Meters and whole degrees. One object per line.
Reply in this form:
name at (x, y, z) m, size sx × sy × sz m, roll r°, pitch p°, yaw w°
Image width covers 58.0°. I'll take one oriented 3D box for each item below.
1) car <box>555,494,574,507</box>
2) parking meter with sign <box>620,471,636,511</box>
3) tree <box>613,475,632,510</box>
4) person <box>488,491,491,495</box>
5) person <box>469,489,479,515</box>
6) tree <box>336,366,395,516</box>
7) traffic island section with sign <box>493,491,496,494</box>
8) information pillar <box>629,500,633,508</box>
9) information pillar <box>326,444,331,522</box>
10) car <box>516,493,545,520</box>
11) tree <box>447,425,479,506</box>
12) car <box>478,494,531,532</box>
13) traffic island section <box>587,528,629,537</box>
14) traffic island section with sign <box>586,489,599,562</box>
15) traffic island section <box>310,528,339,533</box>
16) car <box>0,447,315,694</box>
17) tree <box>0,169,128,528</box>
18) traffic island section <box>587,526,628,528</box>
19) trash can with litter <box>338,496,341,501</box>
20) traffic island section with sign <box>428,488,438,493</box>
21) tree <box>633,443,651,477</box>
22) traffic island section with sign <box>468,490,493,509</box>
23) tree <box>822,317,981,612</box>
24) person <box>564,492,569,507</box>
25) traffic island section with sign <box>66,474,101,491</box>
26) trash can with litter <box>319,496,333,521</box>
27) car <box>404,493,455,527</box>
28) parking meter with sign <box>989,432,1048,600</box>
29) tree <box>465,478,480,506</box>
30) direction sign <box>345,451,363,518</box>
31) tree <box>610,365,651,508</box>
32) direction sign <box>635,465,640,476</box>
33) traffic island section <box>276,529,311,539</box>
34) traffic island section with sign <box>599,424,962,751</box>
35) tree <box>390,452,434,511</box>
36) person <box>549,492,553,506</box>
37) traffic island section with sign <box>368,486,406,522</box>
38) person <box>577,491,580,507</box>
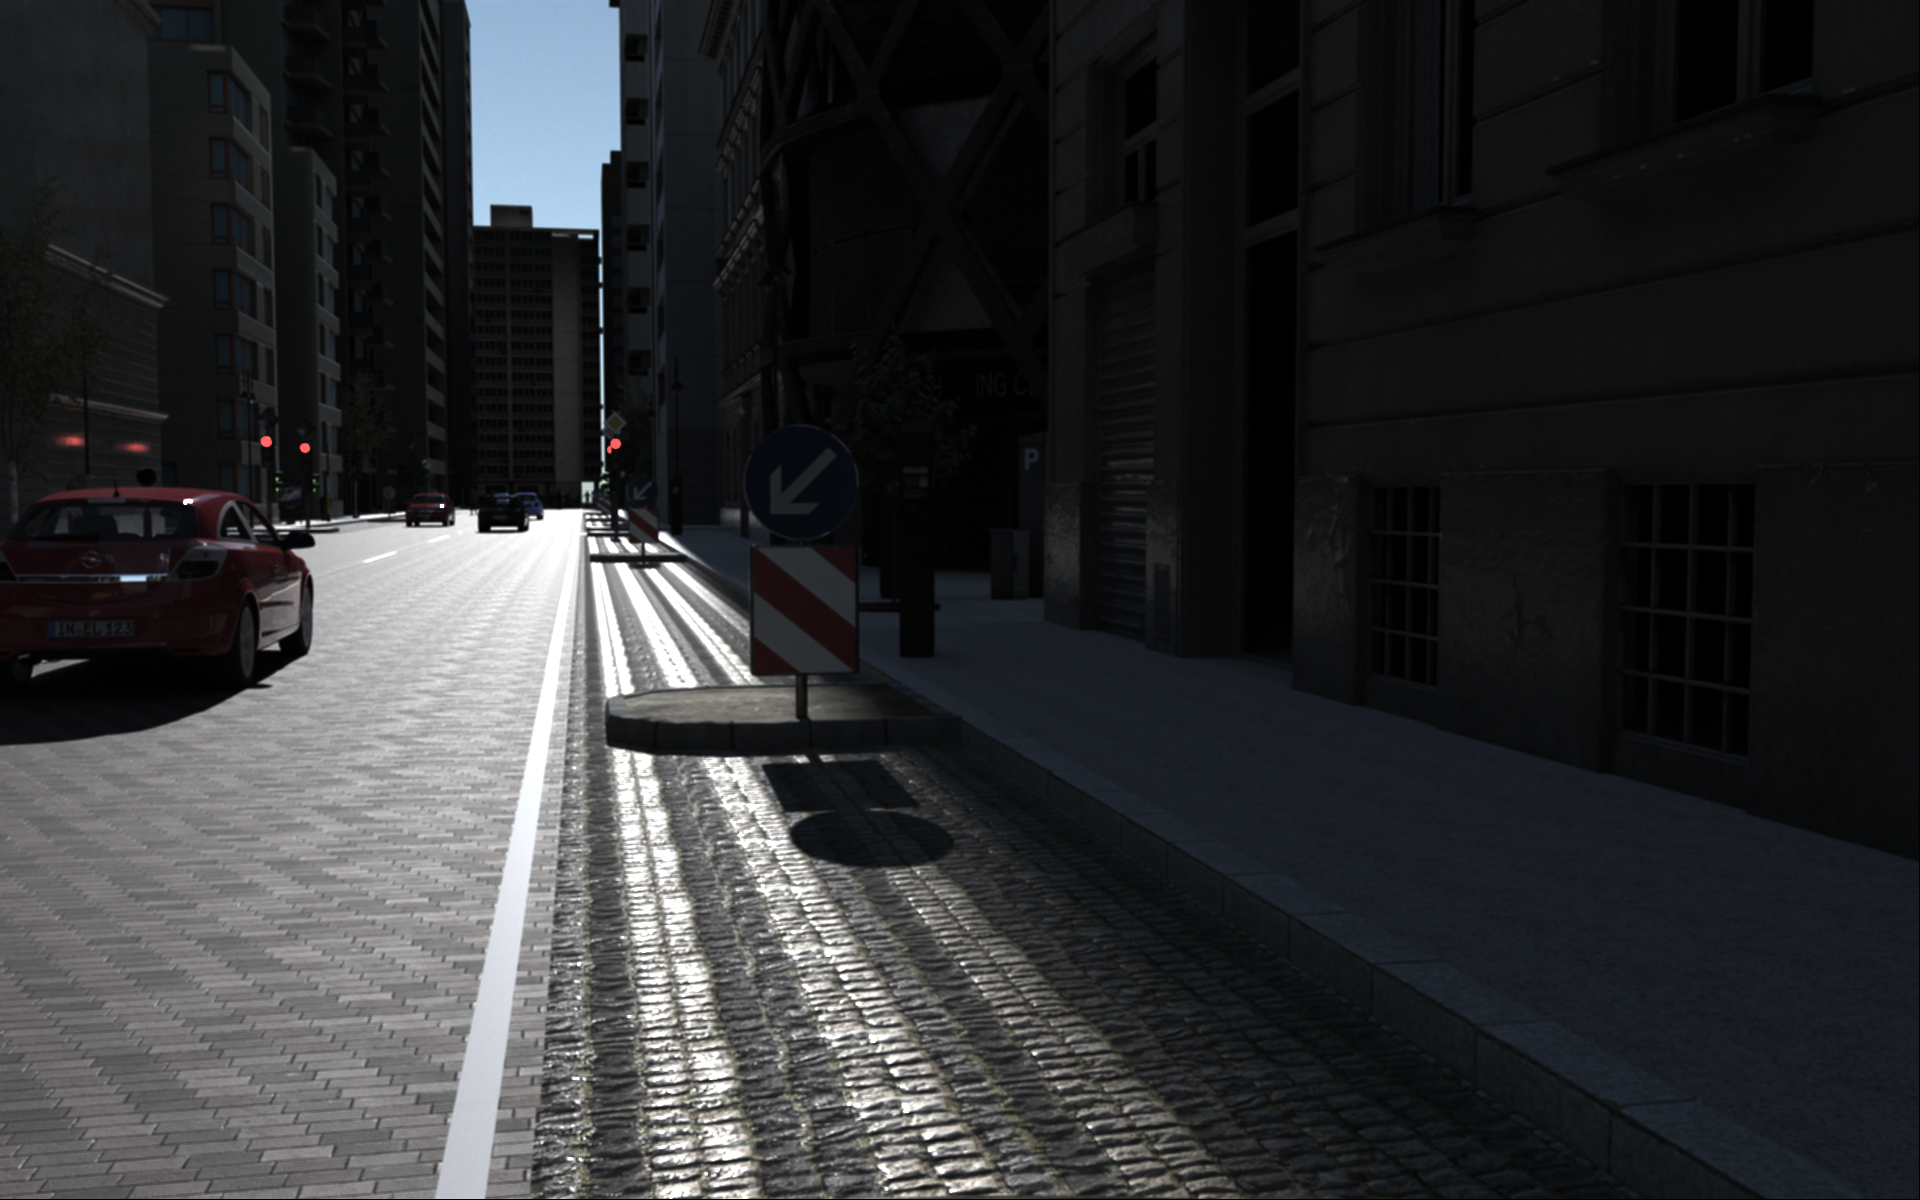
car at (-44.060, -11.173, 192.899) m, size 2.015 × 1.641 × 3.980 m, roll -1°, pitch 4°, yaw -12°
parking meter with sign at (-24.959, -8.243, 131.031) m, size 0.543 × 3.016 × 1.738 m, roll 2°, pitch 4°, yaw 25°
tree at (-28.447, -9.274, 146.237) m, size 1.663 × 3.219 × 1.824 m, roll 0°, pitch 3°, yaw 0°
person at (-50.110, -10.746, 184.911) m, size 1.217 × 1.743 × 0.721 m, roll -1°, pitch 4°, yaw -18°
person at (-33.238, -6.722, 118.585) m, size 0.709 × 1.800 × 0.728 m, roll 1°, pitch 4°, yaw 8°
tree at (-34.607, -9.100, 99.153) m, size 4.737 × 8.622 × 4.395 m, roll 0°, pitch 3°, yaw 0°
traffic island section with sign at (-51.547, -11.180, 191.417) m, size 1.989 × 1.847 × 2.006 m, roll -1°, pitch 4°, yaw -12°
information pillar at (-23.225, -7.203, 122.268) m, size 0.304 × 2.012 × 0.304 m, roll 0°, pitch 4°, yaw -6°
information pillar at (-29.220, -5.427, 80.078) m, size 0.183 × 3.616 × 0.504 m, roll -1°, pitch 4°, yaw -21°
car at (-24.335, -5.364, 97.285) m, size 1.945 × 1.707 × 3.694 m, roll -1°, pitch 4°, yaw -11°
tree at (-53.093, -14.316, 184.425) m, size 4.737 × 8.622 × 4.395 m, roll 0°, pitch 3°, yaw 0°
car at (-17.725, -3.518, 67.310) m, size 2.009 × 1.686 × 4.222 m, roll -1°, pitch 4°, yaw -11°
traffic island section at (-11.657, -2.240, 58.902) m, size 2.009 × 0.180 × 2.903 m, roll -1°, pitch 4°, yaw -12°
traffic island section with sign at (-6.893, -1.732, 36.944) m, size 1.989 × 1.847 × 2.006 m, roll -1°, pitch 4°, yaw -12°
traffic island section at (-24.243, -2.573, 64.352) m, size 2.009 × 0.180 × 2.903 m, roll -1°, pitch 4°, yaw -12°
car at (-6.435, -0.305, 14.035) m, size 2.155 × 1.783 × 4.494 m, roll -1°, pitch 4°, yaw -12°
tree at (-21.261, -5.436, 39.233) m, size 4.737 × 8.622 × 4.395 m, roll 0°, pitch 3°, yaw 0°
traffic island section at (-13.354, -2.717, 66.706) m, size 2.009 × 0.180 × 2.903 m, roll -1°, pitch 4°, yaw -12°
trash can with litter at (-34.886, -5.183, 96.128) m, size 1.055 × 1.170 × 0.624 m, roll -2°, pitch 4°, yaw -26°
traffic island section with sign at (-34.956, -6.511, 115.081) m, size 1.989 × 1.847 × 2.006 m, roll -1°, pitch 4°, yaw -12°
tree at (-16.239, -6.819, 95.197) m, size 4.285 × 4.588 × 4.351 m, roll 0°, pitch 3°, yaw 0°
traffic island section with sign at (-45.704, -9.536, 164.542) m, size 1.989 × 1.847 × 2.006 m, roll -1°, pitch 4°, yaw -12°
tree at (-0.830, -1.498, 19.100) m, size 1.663 × 3.219 × 1.824 m, roll 0°, pitch 3°, yaw 0°
person at (-43.052, -10.978, 189.460) m, size 0.415 × 1.643 × 0.593 m, roll 2°, pitch 4°, yaw 29°
traffic island section with sign at (-17.351, -1.560, 34.137) m, size 1.989 × 1.847 × 2.006 m, roll -1°, pitch 4°, yaw -12°
trash can with litter at (-30.852, -4.461, 84.320) m, size 0.624 × 1.170 × 1.055 m, roll -1°, pitch 4°, yaw -19°
car at (-23.824, -4.212, 77.913) m, size 2.155 × 1.783 × 4.494 m, roll -1°, pitch 4°, yaw -11°
parking meter with sign at (1.065, -1.550, 21.596) m, size 0.543 × 3.016 × 1.738 m, roll 3°, pitch 5°, yaw 39°
tree at (-53.542, -11.908, 189.295) m, size 1.663 × 3.219 × 1.824 m, roll 0°, pitch 3°, yaw 0°
direction sign at (-31.914, -6.069, 91.220) m, size 0.876 × 3.537 × 0.379 m, roll -2°, pitch 4°, yaw -29°
tree at (-17.866, -9.133, 99.689) m, size 4.360 × 8.622 × 3.978 m, roll 0°, pitch 3°, yaw 0°
direction sign at (-25.120, -8.797, 135.834) m, size 0.379 × 3.537 × 0.876 m, roll 2°, pitch 4°, yaw 32°
traffic island section at (-22.546, -2.096, 56.548) m, size 2.009 × 0.180 × 2.903 m, roll -1°, pitch 4°, yaw -12°
traffic island section with sign at (-1.162, -0.120, 10.595) m, size 1.989 × 1.847 × 2.006 m, roll -1°, pitch 4°, yaw -12°
tree at (-42.667, -9.242, 134.818) m, size 4.285 × 4.588 × 4.351 m, roll 0°, pitch 3°, yaw 0°
person at (-47.991, -11.844, 202.950) m, size 0.742 × 1.727 × 0.445 m, roll 3°, pitch 4°, yaw 38°
traffic island section with sign at (-29.223, -4.900, 88.741) m, size 1.989 × 1.847 × 2.006 m, roll -1°, pitch 4°, yaw -12°
person at (-43.382, -11.455, 196.520) m, size 0.721 × 1.736 × 1.217 m, roll 0°, pitch 4°, yaw -7°
